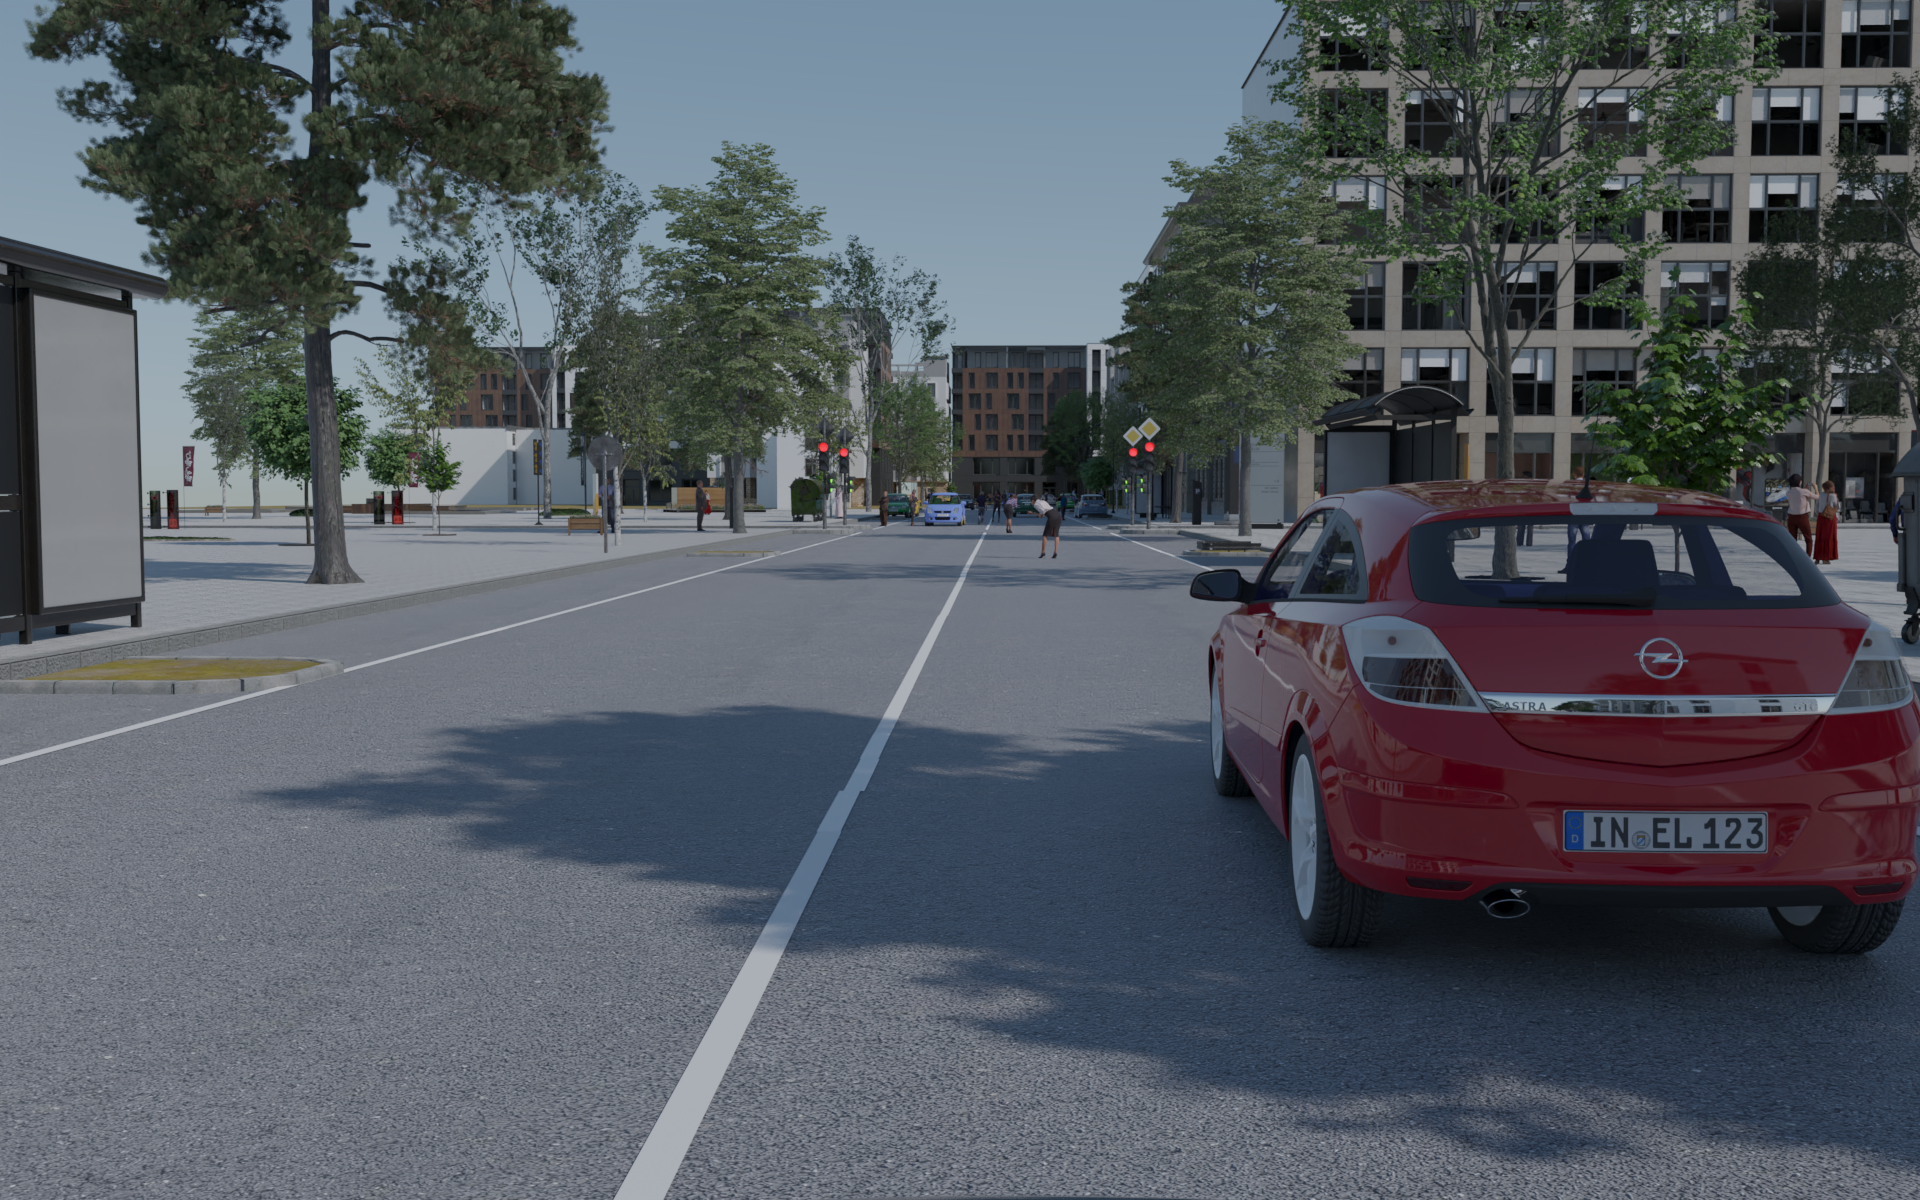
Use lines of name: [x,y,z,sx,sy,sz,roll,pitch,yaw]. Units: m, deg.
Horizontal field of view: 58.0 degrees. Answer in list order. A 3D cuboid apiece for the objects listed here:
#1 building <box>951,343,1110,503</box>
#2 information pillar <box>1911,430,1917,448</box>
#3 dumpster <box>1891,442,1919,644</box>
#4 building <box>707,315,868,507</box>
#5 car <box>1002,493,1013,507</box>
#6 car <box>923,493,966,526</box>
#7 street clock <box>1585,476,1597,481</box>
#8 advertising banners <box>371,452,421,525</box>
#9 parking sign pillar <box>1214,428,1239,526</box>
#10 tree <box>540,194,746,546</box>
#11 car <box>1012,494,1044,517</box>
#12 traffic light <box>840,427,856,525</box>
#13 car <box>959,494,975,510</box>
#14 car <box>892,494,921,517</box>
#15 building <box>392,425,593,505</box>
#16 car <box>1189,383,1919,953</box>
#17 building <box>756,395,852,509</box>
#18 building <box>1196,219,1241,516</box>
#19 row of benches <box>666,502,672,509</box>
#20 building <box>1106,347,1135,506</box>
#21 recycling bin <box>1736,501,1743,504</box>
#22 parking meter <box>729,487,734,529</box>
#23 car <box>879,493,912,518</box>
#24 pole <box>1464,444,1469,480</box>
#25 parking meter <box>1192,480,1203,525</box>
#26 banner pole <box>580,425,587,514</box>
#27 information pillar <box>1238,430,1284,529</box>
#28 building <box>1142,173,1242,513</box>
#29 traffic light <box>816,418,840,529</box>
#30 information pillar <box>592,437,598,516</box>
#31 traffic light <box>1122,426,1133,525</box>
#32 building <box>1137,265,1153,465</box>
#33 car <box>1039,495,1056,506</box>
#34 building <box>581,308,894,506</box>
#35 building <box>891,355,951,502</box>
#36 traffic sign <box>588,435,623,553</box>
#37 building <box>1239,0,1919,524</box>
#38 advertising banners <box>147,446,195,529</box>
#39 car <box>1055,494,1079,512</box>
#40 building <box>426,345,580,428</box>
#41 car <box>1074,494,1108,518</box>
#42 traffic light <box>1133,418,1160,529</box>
building: [15.360,-24.715,248.066,32.646,21.610,27.936,0,4,1]
information pillar: [38.800,-4.924,69.879,0.750,3.857,0.750,-2,4,-32]
dumpster: [8.616,-0.506,14.039,1.264,1.857,1.865,0,4,1]
building: [-17.505,-19.828,180.607,16.016,20.091,11.380,0,4,1]
car: [5.603,-11.379,195.640,1.945,1.707,3.694,0,4,2]
car: [-0.668,-4.198,78.223,1.945,1.707,3.694,0,4,3]
street clock: [25.690,-4.036,70.566,0.471,2.002,0.358,-1,4,-20]
advertising banners: [-23.581,-4.665,72.462,2.074,3.025,0.090,0,4,-4]
parking sign pillar: [11.147,-5.045,70.958,1.447,3.967,1.447,0,4,-1]
tree: [-8.288,-5.638,42.538,4.360,8.622,3.978,0,3,0]
car: [4.185,-5.910,108.420,2.131,1.459,4.920,0,4,2]
traffic light: [-4.717,-5.009,71.134,0.839,4.213,0.868,0,4,1]
car: [0.414,-8.964,156.348,2.009,1.686,4.222,0,4,3]
car: [-3.496,-6.174,111.163,2.015,1.641,3.980,0,3,0]
building: [-54.902,-16.686,214.960,28.070,9.664,9.099,0,4,1]
car: [2.040,0.130,6.919,2.155,1.783,4.494,0,4,3]
building: [-14.566,-13.395,161.156,9.099,9.664,28.070,0,4,1]
building: [20.100,-14.774,106.181,10.561,19.102,19.286,0,4,1]
row of benches: [-22.384,-7.490,137.930,1.422,0.672,4.104,-2,4,-30]
building: [26.276,-20.467,201.100,16.747,18.905,31.486,0,4,1]
recycling bin: [27.913,-3.080,62.917,0.722,1.027,0.722,-3,4,-36]
parking meter: [-8.366,-3.413,64.207,0.372,1.533,0.369,0,3,0]
car: [-3.830,-5.778,103.268,1.959,1.807,4.718,0,4,1]
pole: [20.656,-4.699,70.675,0.158,3.312,0.155,0,3,0]
parking meter: [9.823,-4.038,71.727,0.399,1.863,0.255,0,4,-5]
banner pole: [-13.623,-4.445,62.698,0.401,3.779,0.863,0,4,3]
information pillar: [11.045,-4.412,63.449,1.656,3.620,0.184,2,4,24]
building: [22.974,-18.192,130.722,16.112,22.955,30.059,0,4,1]
traffic light: [-4.924,-4.520,63.151,0.839,4.213,0.868,0,4,1]
information pillar: [-14.854,-4.843,70.537,0.183,3.616,0.504,-2,4,-28]
traffic light: [7.041,-4.991,70.846,0.839,4.213,0.868,0,4,1]
building: [30.936,-19.832,168.233,27.936,21.610,32.646,0,4,1]
car: [10.409,-11.822,205.653,2.083,1.381,4.827,0,4,0]
building: [-24.799,-22.042,204.353,32.646,21.610,27.936,0,4,1]
building: [-7.142,-23.628,242.739,11.380,20.091,16.016,0,4,1]
traffic sign: [-7.708,-2.294,37.619,0.768,2.556,0.104,0,4,4]
building: [32.010,-17.105,84.186,34.151,26.468,19.350,0,4,1]
advertising banners: [-28.698,-4.089,63.045,2.074,3.025,0.090,1,4,15]
car: [8.836,-8.177,142.489,1.959,1.807,4.718,0,4,1]
building: [-57.530,-24.875,250.681,32.646,21.610,27.936,0,4,1]
car: [7.786,-5.559,102.890,2.014,1.417,4.499,0,4,0]
traffic light: [6.834,-4.503,62.863,0.839,4.213,0.868,0,4,1]
